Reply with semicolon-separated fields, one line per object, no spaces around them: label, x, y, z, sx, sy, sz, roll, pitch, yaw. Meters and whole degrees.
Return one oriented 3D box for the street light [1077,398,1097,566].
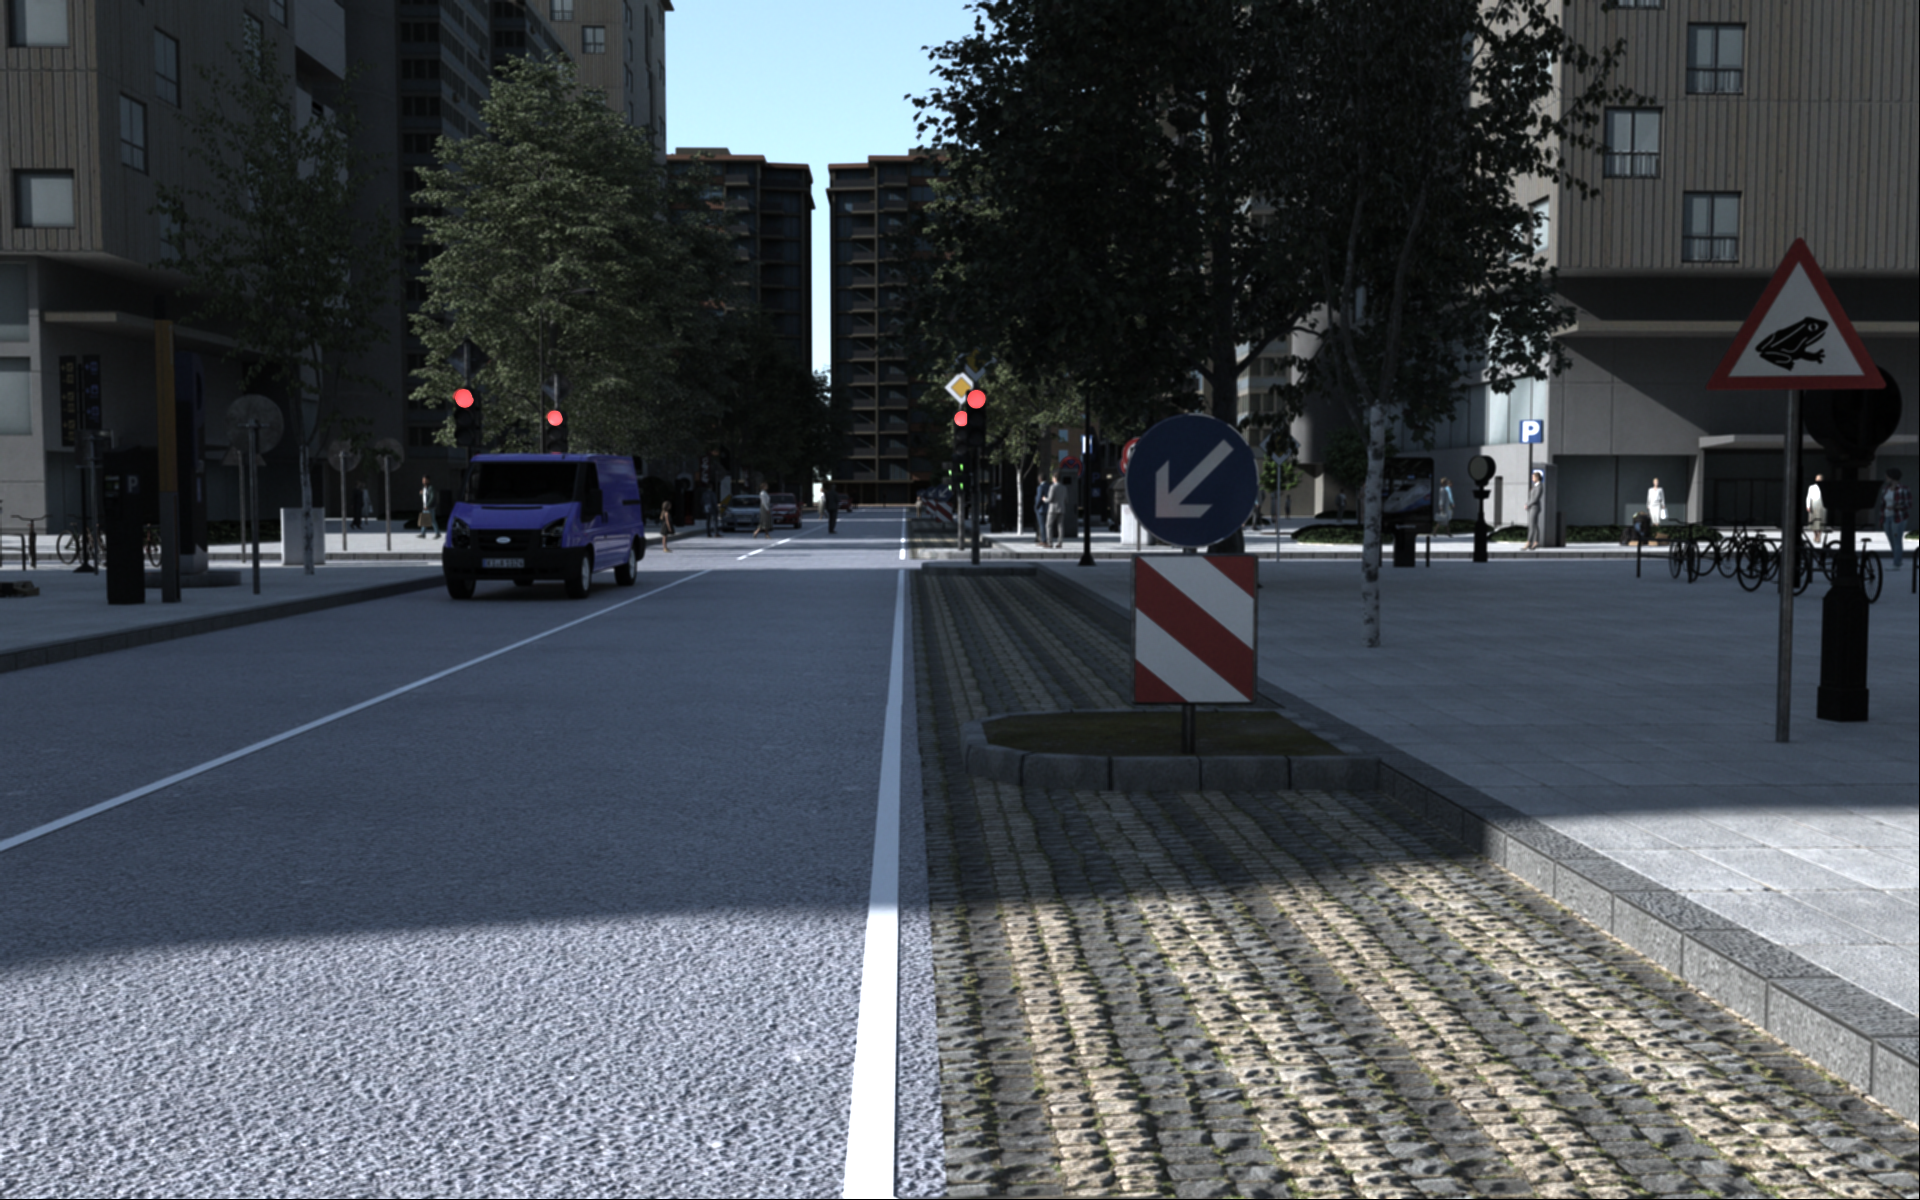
street light;1.736;-3.566;30.850;1.470;5.913;1.316;0;4;-2

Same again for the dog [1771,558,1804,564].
dog;15.236;-0.866;31.890;0.550;0.427;0.748;0;4;-4

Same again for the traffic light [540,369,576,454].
traffic light;-9.043;-3.067;39.065;0.839;4.253;0.868;0;4;-2

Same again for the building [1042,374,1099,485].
building;17.870;-34.831;219.591;14.200;45.320;14.600;0;4;-2

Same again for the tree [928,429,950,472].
tree;-1.758;-14.302;184.194;4.360;8.622;3.978;0;3;0

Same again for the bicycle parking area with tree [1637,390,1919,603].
bicycle parking area with tree;14.051;-2.249;23.779;8.231;4.147;9.016;1;4;12

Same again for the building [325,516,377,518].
building;-40.884;-24.967;100.087;32.217;40.220;23.993;0;4;-2

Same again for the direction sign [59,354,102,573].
direction sign;-14.347;-2.222;28.322;0.876;3.537;0.379;1;4;23

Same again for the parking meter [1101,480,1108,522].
parking meter;5.877;-3.971;70.634;0.255;1.863;0.399;1;4;14

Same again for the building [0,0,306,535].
building;-39.893;-29.047;64.158;28.713;52.752;27.495;0;4;-2

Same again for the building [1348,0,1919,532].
building;31.958;-29.351;69.128;27.495;52.752;28.713;0;4;-2

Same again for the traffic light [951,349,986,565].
traffic light;0.266;-2.597;31.386;0.839;4.253;0.868;0;4;-2

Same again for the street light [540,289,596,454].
street light;-8.925;-4.084;39.312;1.470;5.913;1.316;0;4;-2

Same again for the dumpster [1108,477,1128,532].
dumpster;5.742;-3.247;58.846;1.264;1.857;1.865;0;4;-2

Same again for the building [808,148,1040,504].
building;-4.021;-34.724;222.364;28.867;44.769;22.147;0;4;-2

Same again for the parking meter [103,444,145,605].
parking meter;-9.735;-0.884;20.160;0.255;1.863;0.399;1;4;13

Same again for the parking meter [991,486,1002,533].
parking meter;1.208;-2.992;57.335;0.372;1.533;0.369;0;3;0

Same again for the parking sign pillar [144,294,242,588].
parking sign pillar;-10.846;-2.182;24.146;1.447;3.967;1.447;-1;4;-15

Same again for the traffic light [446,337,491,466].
traffic light;-8.791;-2.579;31.084;0.839;4.253;0.868;0;4;-2

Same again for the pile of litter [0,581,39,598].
pile of litter;-12.371;-0.487;21.927;1.176;0.858;1.719;-3;5;-40

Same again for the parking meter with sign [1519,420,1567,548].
parking meter with sign;13.986;-2.762;41.426;0.543;3.016;1.738;3;5;42

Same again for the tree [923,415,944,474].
tree;-0.708;-11.273;134.681;4.737;8.622;4.395;0;3;0

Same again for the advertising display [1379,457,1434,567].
advertising display;7.815;-1.542;30.421;0.974;1.923;0.123;0;4;-2

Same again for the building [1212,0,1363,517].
building;28.474;-25.149;103.066;32.217;40.220;23.993;0;4;-2

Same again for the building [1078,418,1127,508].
building;22.543;-44.501;165.836;20.563;71.187;20.611;0;4;-2

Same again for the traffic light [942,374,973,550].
traffic light;0.013;-3.085;39.367;0.839;4.253;0.868;0;4;-2

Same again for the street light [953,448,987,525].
street light;0.413;-6.090;72.106;1.470;5.913;1.316;0;4;-2

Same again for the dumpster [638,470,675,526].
dumpster;-12.160;-4.053;68.765;1.502;2.255;1.985;0;4;-2

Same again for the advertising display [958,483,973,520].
advertising display;0.280;-4.977;86.595;0.123;1.923;0.974;-3;5;-42

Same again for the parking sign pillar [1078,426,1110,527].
parking sign pillar;5.214;-4.884;68.332;1.447;3.967;1.447;-1;4;-9

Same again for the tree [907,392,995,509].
tree;-0.393;-13.106;148.699;8.767;10.594;7.601;0;4;0

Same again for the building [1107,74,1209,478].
building;24.400;-29.743;140.930;22.147;44.769;28.867;0;4;-2

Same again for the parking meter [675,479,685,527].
parking meter;-10.968;-3.797;67.792;0.255;1.863;0.399;1;4;15

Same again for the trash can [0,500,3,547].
trash can;-22.357;-1.718;39.738;0.748;1.137;0.748;0;3;0

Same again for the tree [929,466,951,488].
tree;-1.725;-11.958;179.225;4.285;4.588;4.351;0;3;0

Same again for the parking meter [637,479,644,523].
parking meter;-12.190;-3.684;65.936;0.255;1.863;0.399;-1;4;-17

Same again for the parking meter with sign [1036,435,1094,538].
parking meter with sign;3.077;-3.347;50.978;1.738;3.016;0.543;-2;4;-29

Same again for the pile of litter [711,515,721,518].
pile of litter;-13.616;-4.888;93.882;1.719;0.858;1.176;-2;4;-34

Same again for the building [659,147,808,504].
building;-33.223;-34.679;221.629;28.867;44.769;22.147;0;4;-2

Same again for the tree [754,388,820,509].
tree;-12.295;-10.367;119.858;4.737;8.622;4.395;0;3;0

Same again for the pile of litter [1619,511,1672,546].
pile of litter;17.296;-1.801;43.413;1.719;0.858;1.176;0;4;-6

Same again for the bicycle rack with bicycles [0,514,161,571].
bicycle rack with bicycles;-15.617;-1.047;30.501;2.852;0.926;2.925;-3;5;-39

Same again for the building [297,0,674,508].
building;-41.951;-34.939;160.484;27.495;52.752;28.713;0;4;-2

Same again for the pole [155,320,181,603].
pole;-9.331;-1.624;20.399;0.158;3.312;0.155;0;3;0

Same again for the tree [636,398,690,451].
tree;-18.844;-9.744;109.673;4.360;8.622;3.978;0;3;0

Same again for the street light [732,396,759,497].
street light;-10.258;-6.716;82.348;1.470;5.913;1.316;0;4;-2
